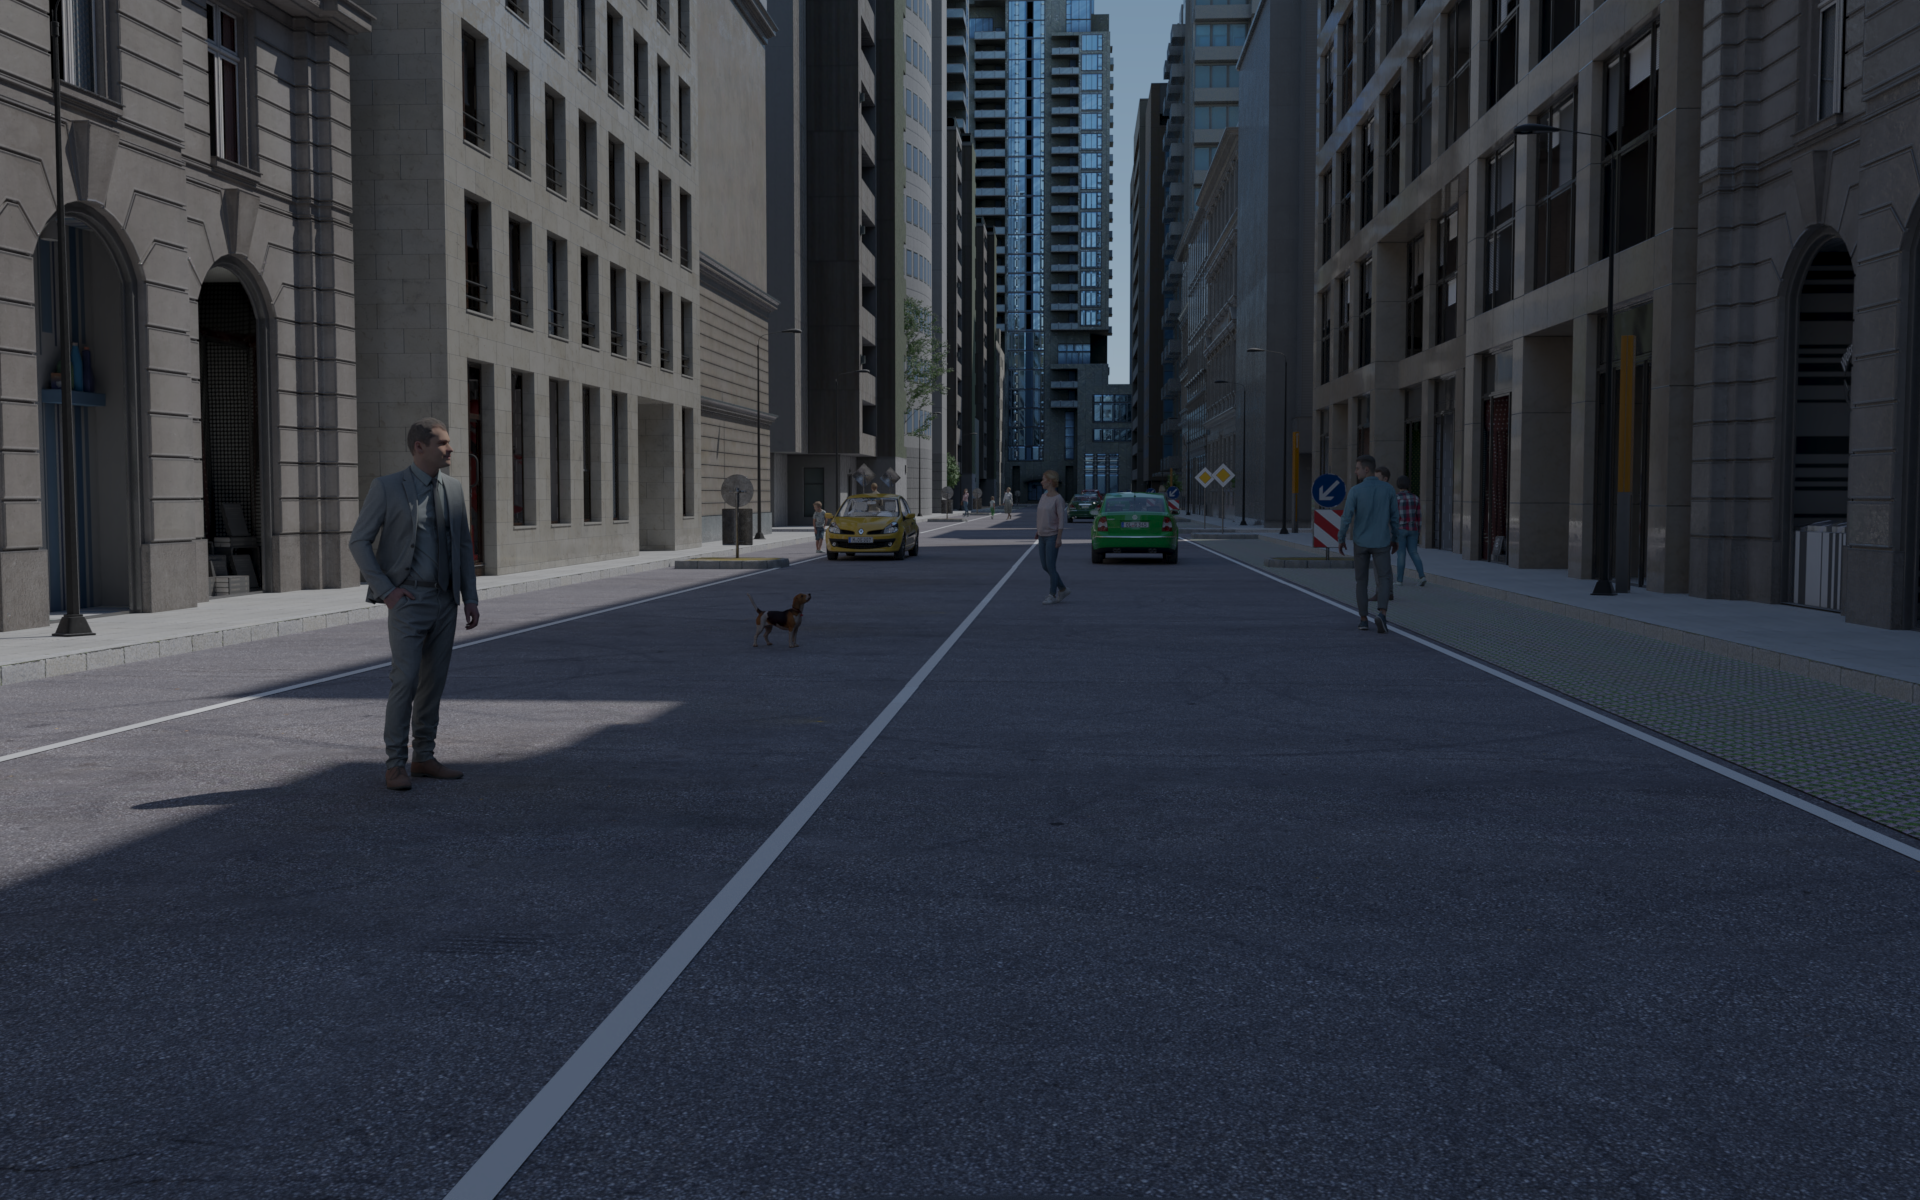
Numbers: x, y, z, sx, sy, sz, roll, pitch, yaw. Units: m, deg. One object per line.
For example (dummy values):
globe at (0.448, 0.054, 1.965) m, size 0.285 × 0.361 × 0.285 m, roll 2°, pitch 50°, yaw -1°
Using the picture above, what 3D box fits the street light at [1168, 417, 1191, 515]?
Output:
street light at (13.271, -8.081, 104.666) m, size 1.470 × 5.913 × 1.316 m, roll 0°, pitch 4°, yaw 4°

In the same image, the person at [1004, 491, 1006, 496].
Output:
person at (4.181, -9.109, 158.344) m, size 0.530 × 1.710 × 0.541 m, roll 2°, pitch 4°, yaw 24°

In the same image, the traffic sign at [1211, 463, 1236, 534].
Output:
traffic sign at (8.512, -3.207, 56.080) m, size 0.795 × 2.450 × 0.064 m, roll 0°, pitch 4°, yaw 4°

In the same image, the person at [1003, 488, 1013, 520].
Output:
person at (2.737, -5.428, 97.466) m, size 0.478 × 1.798 × 0.641 m, roll 3°, pitch 4°, yaw 38°

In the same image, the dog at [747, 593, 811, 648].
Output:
dog at (-1.698, 0.185, 16.266) m, size 0.540 × 0.507 × 0.406 m, roll -1°, pitch 4°, yaw -17°

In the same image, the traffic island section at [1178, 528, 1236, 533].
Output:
traffic island section at (9.081, -2.559, 64.122) m, size 2.009 × 0.180 × 2.903 m, roll 0°, pitch 4°, yaw 4°

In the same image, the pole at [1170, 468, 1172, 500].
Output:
pole at (16.665, -8.733, 136.622) m, size 0.158 × 3.312 × 0.155 m, roll 0°, pitch 3°, yaw 0°

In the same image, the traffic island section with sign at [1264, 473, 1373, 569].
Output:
traffic island section with sign at (7.032, -1.555, 34.057) m, size 1.989 × 1.847 × 2.006 m, roll 0°, pitch 4°, yaw 4°

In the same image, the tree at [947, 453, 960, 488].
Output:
tree at (-1.507, -8.524, 123.088) m, size 4.285 × 4.588 × 4.351 m, roll 0°, pitch 3°, yaw 0°

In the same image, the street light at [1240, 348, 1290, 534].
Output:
street light at (9.830, -5.060, 55.272) m, size 1.470 × 5.913 × 1.316 m, roll 0°, pitch 4°, yaw 4°

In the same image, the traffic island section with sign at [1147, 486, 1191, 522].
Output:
traffic island section with sign at (10.759, -4.895, 88.664) m, size 1.989 × 1.847 × 2.006 m, roll 0°, pitch 4°, yaw 4°

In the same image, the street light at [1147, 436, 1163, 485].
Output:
street light at (15.633, -10.146, 138.426) m, size 1.470 × 5.913 × 1.316 m, roll 0°, pitch 4°, yaw 4°

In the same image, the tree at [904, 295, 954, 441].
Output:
tree at (-3.908, -9.691, 84.197) m, size 9.928 × 11.665 × 9.643 m, roll 0°, pitch 3°, yaw 0°

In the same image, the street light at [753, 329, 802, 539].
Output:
street light at (-5.147, -4.669, 48.874) m, size 1.470 × 5.913 × 1.316 m, roll 0°, pitch 4°, yaw 4°

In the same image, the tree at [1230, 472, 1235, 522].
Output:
tree at (12.920, -5.176, 79.234) m, size 1.663 × 3.219 × 1.824 m, roll 0°, pitch 3°, yaw 0°

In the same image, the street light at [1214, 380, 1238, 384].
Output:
street light at (11.067, -6.008, 70.774) m, size 1.470 × 5.913 × 1.316 m, roll 0°, pitch 4°, yaw 4°

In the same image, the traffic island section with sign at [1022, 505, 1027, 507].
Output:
traffic island section with sign at (6.525, -11.330, 193.868) m, size 1.989 × 1.847 × 2.006 m, roll 0°, pitch 4°, yaw 4°

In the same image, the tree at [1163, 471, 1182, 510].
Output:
tree at (17.721, -9.209, 145.174) m, size 1.663 × 3.219 × 1.824 m, roll 0°, pitch 3°, yaw 0°

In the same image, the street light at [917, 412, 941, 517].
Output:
street light at (-1.753, -7.699, 98.425) m, size 1.470 × 5.913 × 1.316 m, roll 0°, pitch 4°, yaw 4°

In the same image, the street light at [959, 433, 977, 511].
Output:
street light at (0.590, -9.744, 131.860) m, size 1.470 × 5.913 × 1.316 m, roll 0°, pitch 4°, yaw 4°

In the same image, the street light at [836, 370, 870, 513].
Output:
street light at (-4.070, -5.642, 64.780) m, size 1.470 × 5.913 × 1.316 m, roll 0°, pitch 4°, yaw 4°

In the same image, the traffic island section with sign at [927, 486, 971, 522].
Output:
traffic island section with sign at (-0.619, -4.943, 89.449) m, size 1.989 × 1.847 × 2.006 m, roll 0°, pitch 4°, yaw 4°

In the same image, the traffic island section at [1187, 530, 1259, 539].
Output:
traffic island section at (8.536, -2.072, 56.156) m, size 2.009 × 0.180 × 2.903 m, roll 0°, pitch 4°, yaw 4°

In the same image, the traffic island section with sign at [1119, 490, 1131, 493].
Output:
traffic island section with sign at (17.874, -11.248, 192.533) m, size 1.989 × 1.847 × 2.006 m, roll 0°, pitch 4°, yaw 4°

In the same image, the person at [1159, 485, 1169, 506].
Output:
person at (8.337, -3.876, 72.057) m, size 0.709 × 1.800 × 0.728 m, roll 0°, pitch 3°, yaw 0°

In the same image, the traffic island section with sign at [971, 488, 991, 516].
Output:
traffic island section with sign at (1.219, -6.594, 116.442) m, size 1.989 × 1.847 × 2.006 m, roll 0°, pitch 4°, yaw 4°

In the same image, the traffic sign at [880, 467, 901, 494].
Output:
traffic sign at (-2.609, -3.744, 64.862) m, size 0.795 × 2.450 × 0.064 m, roll 0°, pitch 4°, yaw 4°

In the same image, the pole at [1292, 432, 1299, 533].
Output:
pole at (11.008, -3.852, 56.824) m, size 0.158 × 3.312 × 0.155 m, roll 0°, pitch 3°, yaw 0°

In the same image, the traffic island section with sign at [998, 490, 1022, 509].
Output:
traffic island section with sign at (4.683, -9.685, 166.976) m, size 1.989 × 1.847 × 2.006 m, roll 0°, pitch 4°, yaw 4°

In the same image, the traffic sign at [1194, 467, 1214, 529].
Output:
traffic sign at (9.057, -3.694, 64.047) m, size 0.795 × 2.450 × 0.064 m, roll 0°, pitch 4°, yaw 4°

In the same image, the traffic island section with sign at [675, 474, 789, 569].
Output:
traffic island section with sign at (-4.412, -1.551, 33.988) m, size 1.989 × 1.847 × 2.006 m, roll 0°, pitch 4°, yaw 4°

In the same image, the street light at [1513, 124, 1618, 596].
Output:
street light at (7.640, -3.017, 21.865) m, size 1.470 × 5.913 × 1.316 m, roll 0°, pitch 4°, yaw 4°

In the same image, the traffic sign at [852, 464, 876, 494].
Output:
traffic sign at (-3.154, -3.257, 56.896) m, size 0.795 × 2.450 × 0.064 m, roll 0°, pitch 4°, yaw 4°

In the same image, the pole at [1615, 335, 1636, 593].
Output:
pole at (8.600, -1.745, 22.372) m, size 0.158 × 3.312 × 0.155 m, roll 0°, pitch 3°, yaw 0°

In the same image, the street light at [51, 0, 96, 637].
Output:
street light at (-7.494, -2.626, 15.478) m, size 1.470 × 5.913 × 1.316 m, roll 0°, pitch 4°, yaw 4°
